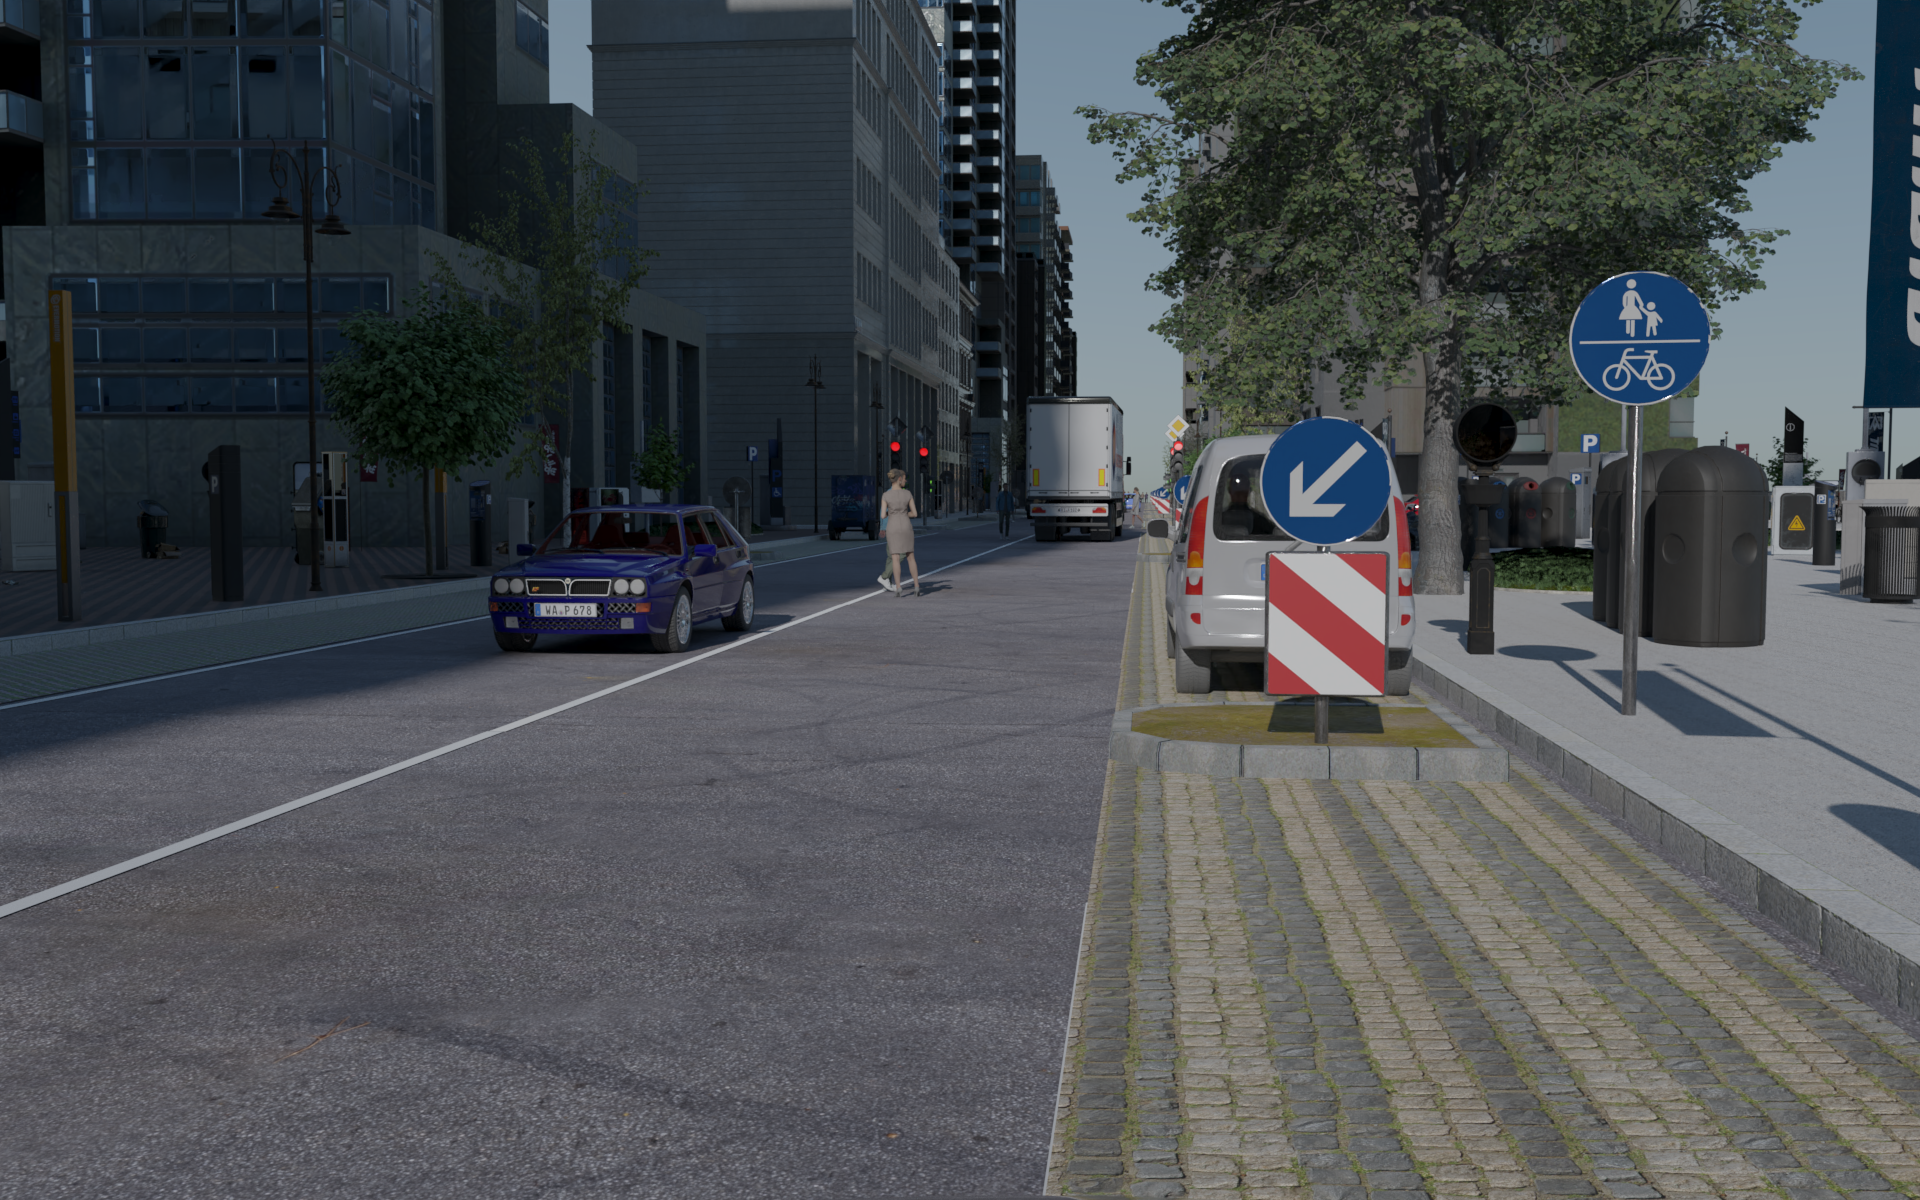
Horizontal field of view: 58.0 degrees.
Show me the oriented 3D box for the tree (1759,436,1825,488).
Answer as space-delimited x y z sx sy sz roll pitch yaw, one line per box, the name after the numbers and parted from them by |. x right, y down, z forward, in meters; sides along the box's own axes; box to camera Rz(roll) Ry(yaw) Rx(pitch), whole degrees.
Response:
23.810 -3.372 49.732 1.663 3.219 1.824 0 3 0 | tree

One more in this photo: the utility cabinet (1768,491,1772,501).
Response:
56.718 -6.913 121.712 0.318 1.500 1.173 0 4 -6 | utility cabinet

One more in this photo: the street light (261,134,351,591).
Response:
-8.537 -3.058 22.780 0.468 5.910 1.993 0 4 6 | street light

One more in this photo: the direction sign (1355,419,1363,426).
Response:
12.093 -3.705 52.575 0.379 3.537 0.876 0 4 -2 | direction sign

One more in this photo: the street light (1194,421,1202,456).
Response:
14.720 -8.229 107.324 0.468 5.910 1.993 0 4 6 | street light

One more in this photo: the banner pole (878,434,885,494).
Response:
-3.297 -5.055 72.666 0.401 3.779 0.863 -2 4 -24 | banner pole

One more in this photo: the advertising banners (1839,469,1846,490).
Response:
60.674 -7.606 120.549 0.090 3.025 2.074 -2 4 -27 | advertising banners

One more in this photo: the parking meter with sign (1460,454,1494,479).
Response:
17.210 -3.714 56.984 1.738 3.016 0.543 -3 4 -37 | parking meter with sign

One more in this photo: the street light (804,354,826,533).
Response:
-4.761 -5.161 57.177 0.468 5.910 1.993 0 4 6 | street light

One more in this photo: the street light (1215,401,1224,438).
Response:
10.956 -6.119 72.827 0.468 5.910 1.993 0 4 6 | street light

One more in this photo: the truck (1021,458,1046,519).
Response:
5.329 -6.948 102.508 2.839 4.237 11.283 0 4 6 | truck

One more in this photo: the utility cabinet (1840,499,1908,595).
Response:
11.801 -0.686 22.384 1.020 1.237 0.306 -2 4 -32 | utility cabinet

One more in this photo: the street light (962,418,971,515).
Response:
0.455 -8.099 105.198 0.468 5.910 1.993 0 4 6 | street light

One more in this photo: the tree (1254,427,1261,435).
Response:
8.578 -3.394 50.099 1.663 3.219 1.824 0 3 0 | tree

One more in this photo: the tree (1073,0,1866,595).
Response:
6.275 -7.048 21.898 9.857 13.997 8.962 0 3 0 | tree

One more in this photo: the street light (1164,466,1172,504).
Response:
32.036 -18.013 267.298 0.468 5.910 1.993 0 4 6 | street light

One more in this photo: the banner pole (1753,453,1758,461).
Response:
48.694 -7.116 106.366 0.863 3.779 0.401 -1 4 -13 | banner pole

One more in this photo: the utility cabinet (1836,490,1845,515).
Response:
48.495 -5.288 95.136 0.318 1.500 1.173 0 4 7 | utility cabinet

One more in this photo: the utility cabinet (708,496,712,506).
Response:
-16.616 -6.206 112.623 1.020 1.237 0.306 -1 4 -15 | utility cabinet

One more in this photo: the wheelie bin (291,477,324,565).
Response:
-11.696 -1.443 31.505 0.980 1.594 0.693 2 4 32 | wheelie bin

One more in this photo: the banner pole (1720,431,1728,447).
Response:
30.498 -4.844 69.218 0.401 3.779 0.863 0 4 3 | banner pole

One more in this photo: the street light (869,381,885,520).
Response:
-3.393 -6.004 70.954 0.468 5.910 1.993 0 4 6 | street light

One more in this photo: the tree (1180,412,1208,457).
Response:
20.985 -12.455 153.999 4.360 8.622 3.978 0 3 0 | tree

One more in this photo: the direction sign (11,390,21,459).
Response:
-20.776 -2.794 37.687 0.379 3.537 0.876 1 4 13 | direction sign

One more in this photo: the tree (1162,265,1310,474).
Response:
9.239 -6.400 54.995 4.737 8.622 4.395 0 3 0 | tree

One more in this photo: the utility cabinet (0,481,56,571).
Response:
-15.319 -1.233 28.836 0.318 1.500 1.173 2 4 29 | utility cabinet

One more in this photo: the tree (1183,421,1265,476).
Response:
12.284 -5.680 76.583 4.285 4.588 4.351 0 3 0 | tree

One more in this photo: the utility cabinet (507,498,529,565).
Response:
-7.584 -1.139 29.784 0.306 1.237 1.020 -1 4 -11 | utility cabinet

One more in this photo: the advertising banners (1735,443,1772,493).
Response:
27.454 -3.858 59.270 0.090 3.025 2.074 -2 4 -34 | advertising banners

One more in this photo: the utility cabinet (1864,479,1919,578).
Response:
14.375 -1.077 26.292 1.173 1.500 0.318 2 4 24 | utility cabinet

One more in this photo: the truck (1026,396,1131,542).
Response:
3.875 -4.059 55.277 2.839 4.237 11.283 0 4 8 | truck

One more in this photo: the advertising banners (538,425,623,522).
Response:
-9.478 -2.880 43.269 2.074 3.025 0.090 0 4 0 | advertising banners

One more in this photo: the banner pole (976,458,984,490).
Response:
1.309 -7.896 119.119 0.863 3.779 0.401 3 5 40 | banner pole

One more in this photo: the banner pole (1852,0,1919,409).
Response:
3.613 -0.983 6.092 0.863 3.779 0.401 1 4 11 | banner pole

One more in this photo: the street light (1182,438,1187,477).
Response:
19.273 -10.840 150.020 0.468 5.910 1.993 0 4 6 | street light

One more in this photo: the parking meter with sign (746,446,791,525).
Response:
-6.886 -4.065 62.719 1.738 3.016 0.543 2 4 34 | parking meter with sign

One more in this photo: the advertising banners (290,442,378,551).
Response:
-13.913 -2.599 38.683 2.074 3.025 0.090 0 4 1 | advertising banners

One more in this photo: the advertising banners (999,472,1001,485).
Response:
2.987 -8.679 138.082 0.090 3.025 2.074 -1 4 -13 | advertising banners

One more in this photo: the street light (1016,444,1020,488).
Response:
4.772 -10.648 146.884 0.468 5.910 1.993 0 4 6 | street light

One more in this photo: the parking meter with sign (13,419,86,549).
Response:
-21.185 -2.685 40.158 1.738 3.016 0.543 0 4 7 | parking meter with sign

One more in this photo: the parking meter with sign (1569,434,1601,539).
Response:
17.753 -3.266 49.661 0.543 3.016 1.738 3 5 40 | parking meter with sign

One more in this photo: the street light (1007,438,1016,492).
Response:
4.004 -10.195 139.475 0.468 5.910 1.993 0 4 6 | street light

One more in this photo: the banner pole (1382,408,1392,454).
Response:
12.432 -3.700 50.515 0.401 3.779 0.863 2 4 32 | banner pole
